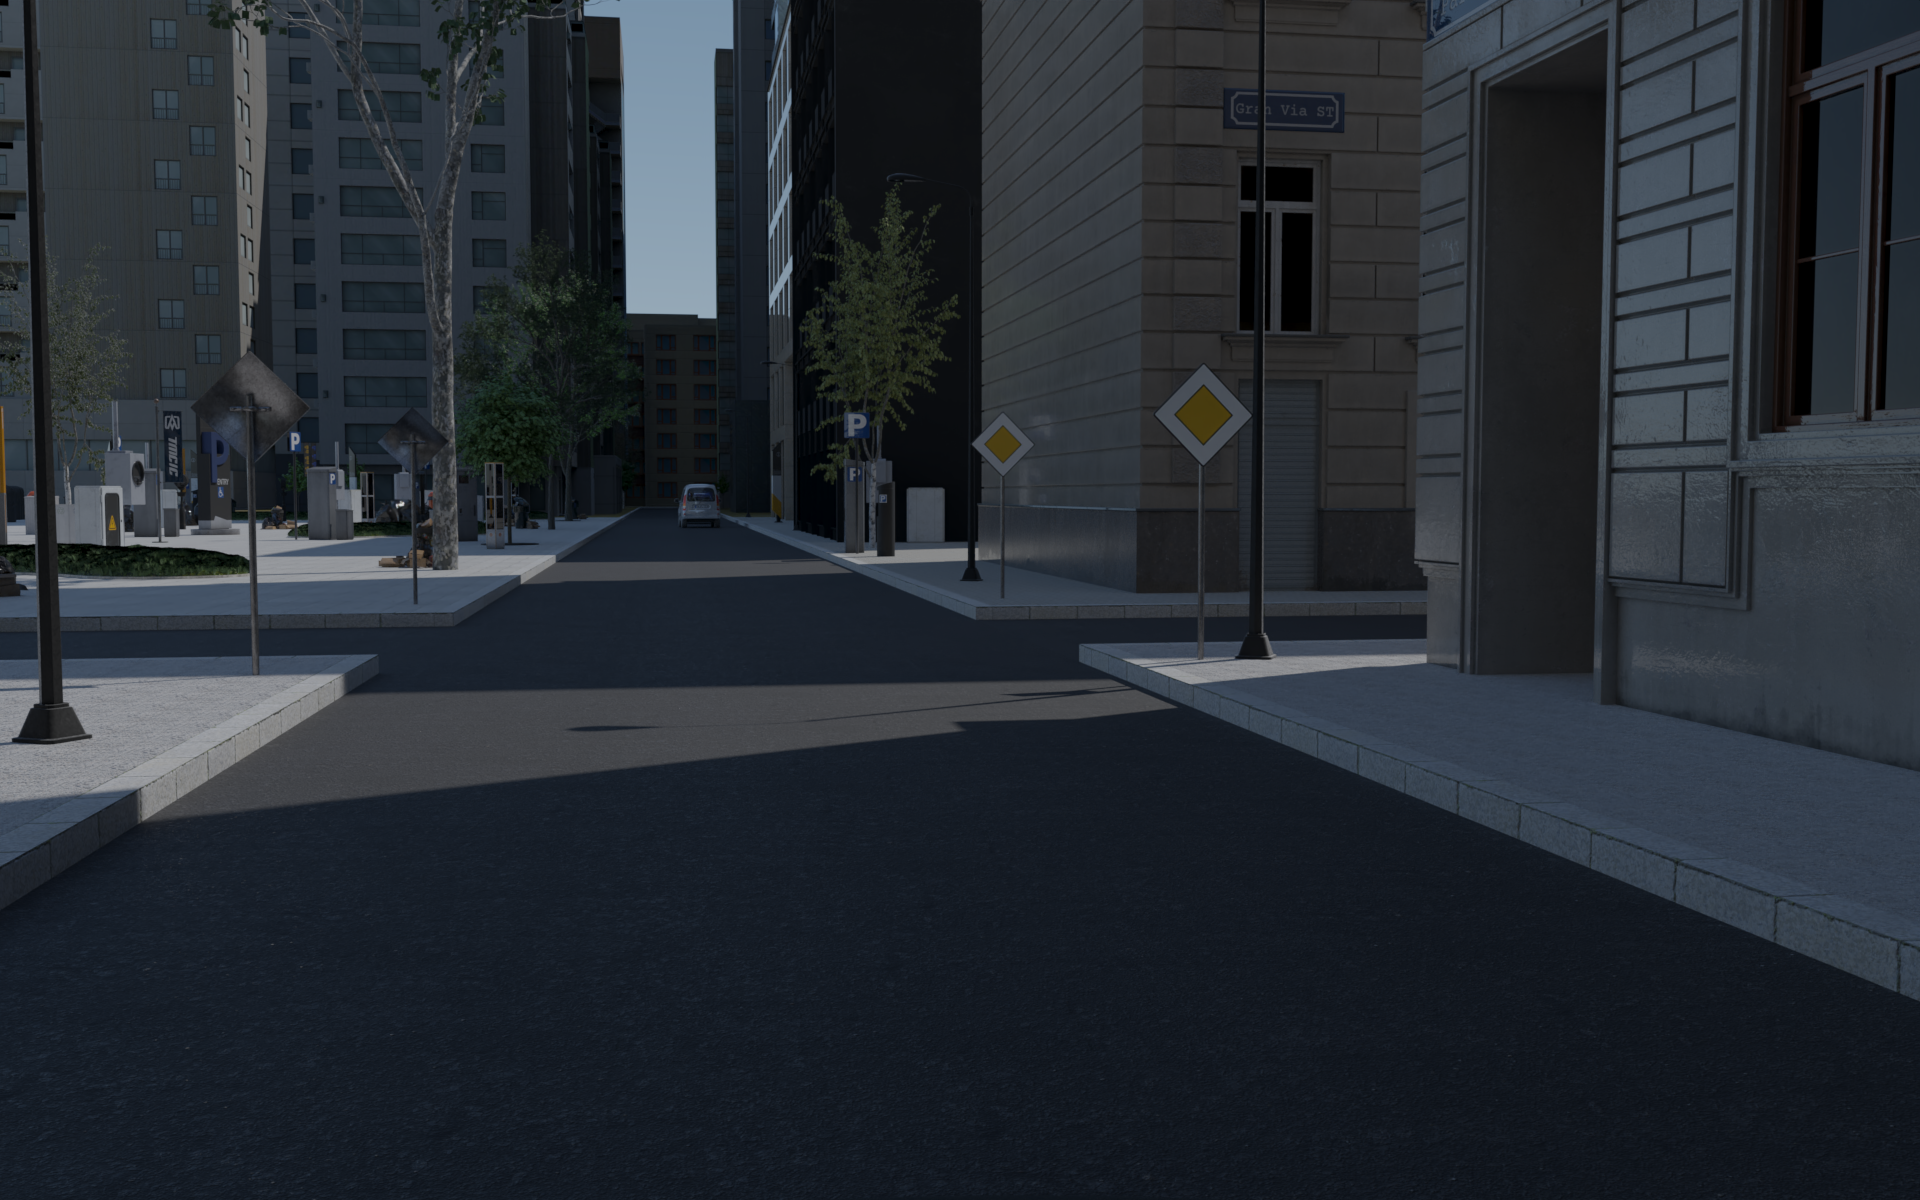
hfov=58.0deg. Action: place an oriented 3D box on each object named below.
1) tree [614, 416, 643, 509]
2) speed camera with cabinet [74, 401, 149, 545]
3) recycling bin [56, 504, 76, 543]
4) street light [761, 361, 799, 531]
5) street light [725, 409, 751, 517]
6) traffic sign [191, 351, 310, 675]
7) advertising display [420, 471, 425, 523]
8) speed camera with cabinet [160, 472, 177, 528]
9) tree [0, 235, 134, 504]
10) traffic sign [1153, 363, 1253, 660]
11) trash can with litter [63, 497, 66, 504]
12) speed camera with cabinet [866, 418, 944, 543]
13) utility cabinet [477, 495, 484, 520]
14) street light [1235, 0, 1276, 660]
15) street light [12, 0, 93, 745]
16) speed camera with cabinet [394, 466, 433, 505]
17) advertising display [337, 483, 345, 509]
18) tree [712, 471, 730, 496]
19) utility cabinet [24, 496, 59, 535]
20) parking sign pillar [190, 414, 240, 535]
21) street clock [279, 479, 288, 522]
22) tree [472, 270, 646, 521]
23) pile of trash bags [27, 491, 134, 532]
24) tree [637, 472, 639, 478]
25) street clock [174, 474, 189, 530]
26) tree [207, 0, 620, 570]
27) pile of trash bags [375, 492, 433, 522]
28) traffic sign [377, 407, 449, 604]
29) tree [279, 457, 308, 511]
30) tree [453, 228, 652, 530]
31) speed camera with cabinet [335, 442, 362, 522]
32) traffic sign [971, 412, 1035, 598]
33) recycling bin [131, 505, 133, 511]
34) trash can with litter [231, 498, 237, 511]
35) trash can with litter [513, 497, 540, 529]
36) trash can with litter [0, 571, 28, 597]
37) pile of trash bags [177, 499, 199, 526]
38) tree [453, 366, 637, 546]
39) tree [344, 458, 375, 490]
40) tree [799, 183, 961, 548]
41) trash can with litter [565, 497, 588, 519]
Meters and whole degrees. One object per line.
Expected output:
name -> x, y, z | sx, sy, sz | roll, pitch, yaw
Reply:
tree -> -29.688, -12.367, 152.561 | 4.360, 8.622, 3.978 | 0, 3, 0
speed camera with cabinet -> -17.830, -2.570, 36.351 | 0.660, 3.252, 2.038 | 0, 4, -1
recycling bin -> -22.222, -1.858, 42.933 | 0.722, 1.027, 0.722 | 3, 5, 43
street light -> -6.249, -5.387, 60.610 | 1.470, 5.913, 1.316 | -1, 4, -10
street light -> -12.208, -7.506, 95.258 | 1.470, 5.913, 1.316 | -1, 4, -10
traffic sign -> -4.988, -0.524, 12.214 | 0.795, 2.450, 0.064 | -1, 4, -10
advertising display -> -15.244, -2.686, 49.133 | 0.123, 1.923, 0.974 | -1, 4, -17
speed camera with cabinet -> -30.644, -4.402, 66.304 | 0.660, 3.252, 2.038 | -3, 5, -44
tree -> -24.573, -5.936, 47.409 | 4.360, 8.622, 3.978 | 0, 3, 0
traffic sign -> 1.861, -0.594, 13.356 | 0.795, 2.450, 0.064 | -1, 4, -10
trash can with litter -> -44.752, -4.625, 86.678 | 2.233, 1.210, 1.678 | 3, 4, 36
speed camera with cabinet -> -1.435, -3.133, 45.558 | 2.038, 3.252, 0.660 | 0, 4, -1
utility cabinet -> -22.344, -4.253, 80.692 | 0.306, 1.237, 1.020 | -1, 4, -12
street light -> 1.780, -2.493, 13.294 | 1.470, 5.913, 1.316 | -1, 4, -10
street light -> -4.197, -2.226, 8.934 | 1.470, 5.913, 1.316 | -1, 4, -10
speed camera with cabinet -> -23.400, -4.935, 75.020 | 2.038, 3.252, 0.660 | -2, 4, -27
advertising display -> -32.391, -5.179, 89.887 | 0.974, 1.923, 0.123 | 1, 4, 9
tree -> -20.153, -9.277, 146.288 | 1.663, 3.219, 1.824 | 0, 3, 0
utility cabinet -> -29.001, -2.664, 54.714 | 1.020, 1.237, 0.306 | 1, 4, 10
parking sign pillar -> -23.482, -4.039, 54.511 | 1.447, 3.967, 1.447 | 0, 4, 5
street clock -> -31.536, -4.660, 80.761 | 0.358, 2.002, 0.471 | -1, 4, -21
tree -> -18.574, -9.512, 81.271 | 9.928, 11.665, 9.643 | 0, 3, 0
pile of trash bags -> -29.590, -2.977, 58.429 | 3.447, 1.369, 1.912 | -1, 4, -17
tree -> -28.617, -9.893, 145.471 | 4.285, 4.588, 4.351 | 0, 3, 0
street clock -> -28.135, -3.550, 62.609 | 0.471, 2.002, 0.358 | 0, 4, -4
tree -> -10.079, -10.608, 29.327 | 12.611, 20.169, 13.585 | 0, 3, 0
pile of trash bags -> -21.749, -3.630, 69.102 | 1.912, 1.369, 3.447 | 1, 4, 15
traffic sign -> -6.330, -1.006, 20.086 | 0.795, 2.450, 0.064 | -1, 4, -10
tree -> -34.298, -5.797, 89.375 | 1.663, 3.219, 1.824 | 0, 3, 0
tree -> -14.853, -7.793, 61.836 | 8.767, 10.594, 7.601 | 1, 4, 16
speed camera with cabinet -> -23.630, -4.403, 66.332 | 0.660, 3.252, 2.038 | 1, 4, 11
traffic sign -> 0.519, -1.076, 21.228 | 0.795, 2.450, 0.064 | -1, 4, -10
recycling bin -> -37.212, -4.053, 78.814 | 0.722, 1.027, 0.722 | 3, 5, 41
trash can with litter -> -36.637, -4.650, 87.409 | 0.624, 1.170, 1.055 | 3, 4, 36
trash can with litter -> -15.909, -3.199, 63.698 | 1.055, 1.170, 0.624 | 2, 4, 25
trash can with litter -> -12.218, -0.618, 21.486 | 0.624, 1.170, 1.055 | 2, 4, 26
pile of trash bags -> -30.949, -3.695, 70.161 | 3.447, 1.369, 1.912 | 2, 4, 30
tree -> -11.306, -3.666, 43.653 | 4.285, 4.588, 4.351 | 0, 3, 0
tree -> -31.807, -5.935, 91.644 | 1.663, 3.219, 1.824 | 0, 3, 0
tree -> -2.075, -5.575, 41.507 | 4.737, 8.622, 4.395 | 0, 3, 0
trash can with litter -> -19.376, -4.659, 87.557 | 1.055, 1.170, 0.624 | -3, 5, -40
